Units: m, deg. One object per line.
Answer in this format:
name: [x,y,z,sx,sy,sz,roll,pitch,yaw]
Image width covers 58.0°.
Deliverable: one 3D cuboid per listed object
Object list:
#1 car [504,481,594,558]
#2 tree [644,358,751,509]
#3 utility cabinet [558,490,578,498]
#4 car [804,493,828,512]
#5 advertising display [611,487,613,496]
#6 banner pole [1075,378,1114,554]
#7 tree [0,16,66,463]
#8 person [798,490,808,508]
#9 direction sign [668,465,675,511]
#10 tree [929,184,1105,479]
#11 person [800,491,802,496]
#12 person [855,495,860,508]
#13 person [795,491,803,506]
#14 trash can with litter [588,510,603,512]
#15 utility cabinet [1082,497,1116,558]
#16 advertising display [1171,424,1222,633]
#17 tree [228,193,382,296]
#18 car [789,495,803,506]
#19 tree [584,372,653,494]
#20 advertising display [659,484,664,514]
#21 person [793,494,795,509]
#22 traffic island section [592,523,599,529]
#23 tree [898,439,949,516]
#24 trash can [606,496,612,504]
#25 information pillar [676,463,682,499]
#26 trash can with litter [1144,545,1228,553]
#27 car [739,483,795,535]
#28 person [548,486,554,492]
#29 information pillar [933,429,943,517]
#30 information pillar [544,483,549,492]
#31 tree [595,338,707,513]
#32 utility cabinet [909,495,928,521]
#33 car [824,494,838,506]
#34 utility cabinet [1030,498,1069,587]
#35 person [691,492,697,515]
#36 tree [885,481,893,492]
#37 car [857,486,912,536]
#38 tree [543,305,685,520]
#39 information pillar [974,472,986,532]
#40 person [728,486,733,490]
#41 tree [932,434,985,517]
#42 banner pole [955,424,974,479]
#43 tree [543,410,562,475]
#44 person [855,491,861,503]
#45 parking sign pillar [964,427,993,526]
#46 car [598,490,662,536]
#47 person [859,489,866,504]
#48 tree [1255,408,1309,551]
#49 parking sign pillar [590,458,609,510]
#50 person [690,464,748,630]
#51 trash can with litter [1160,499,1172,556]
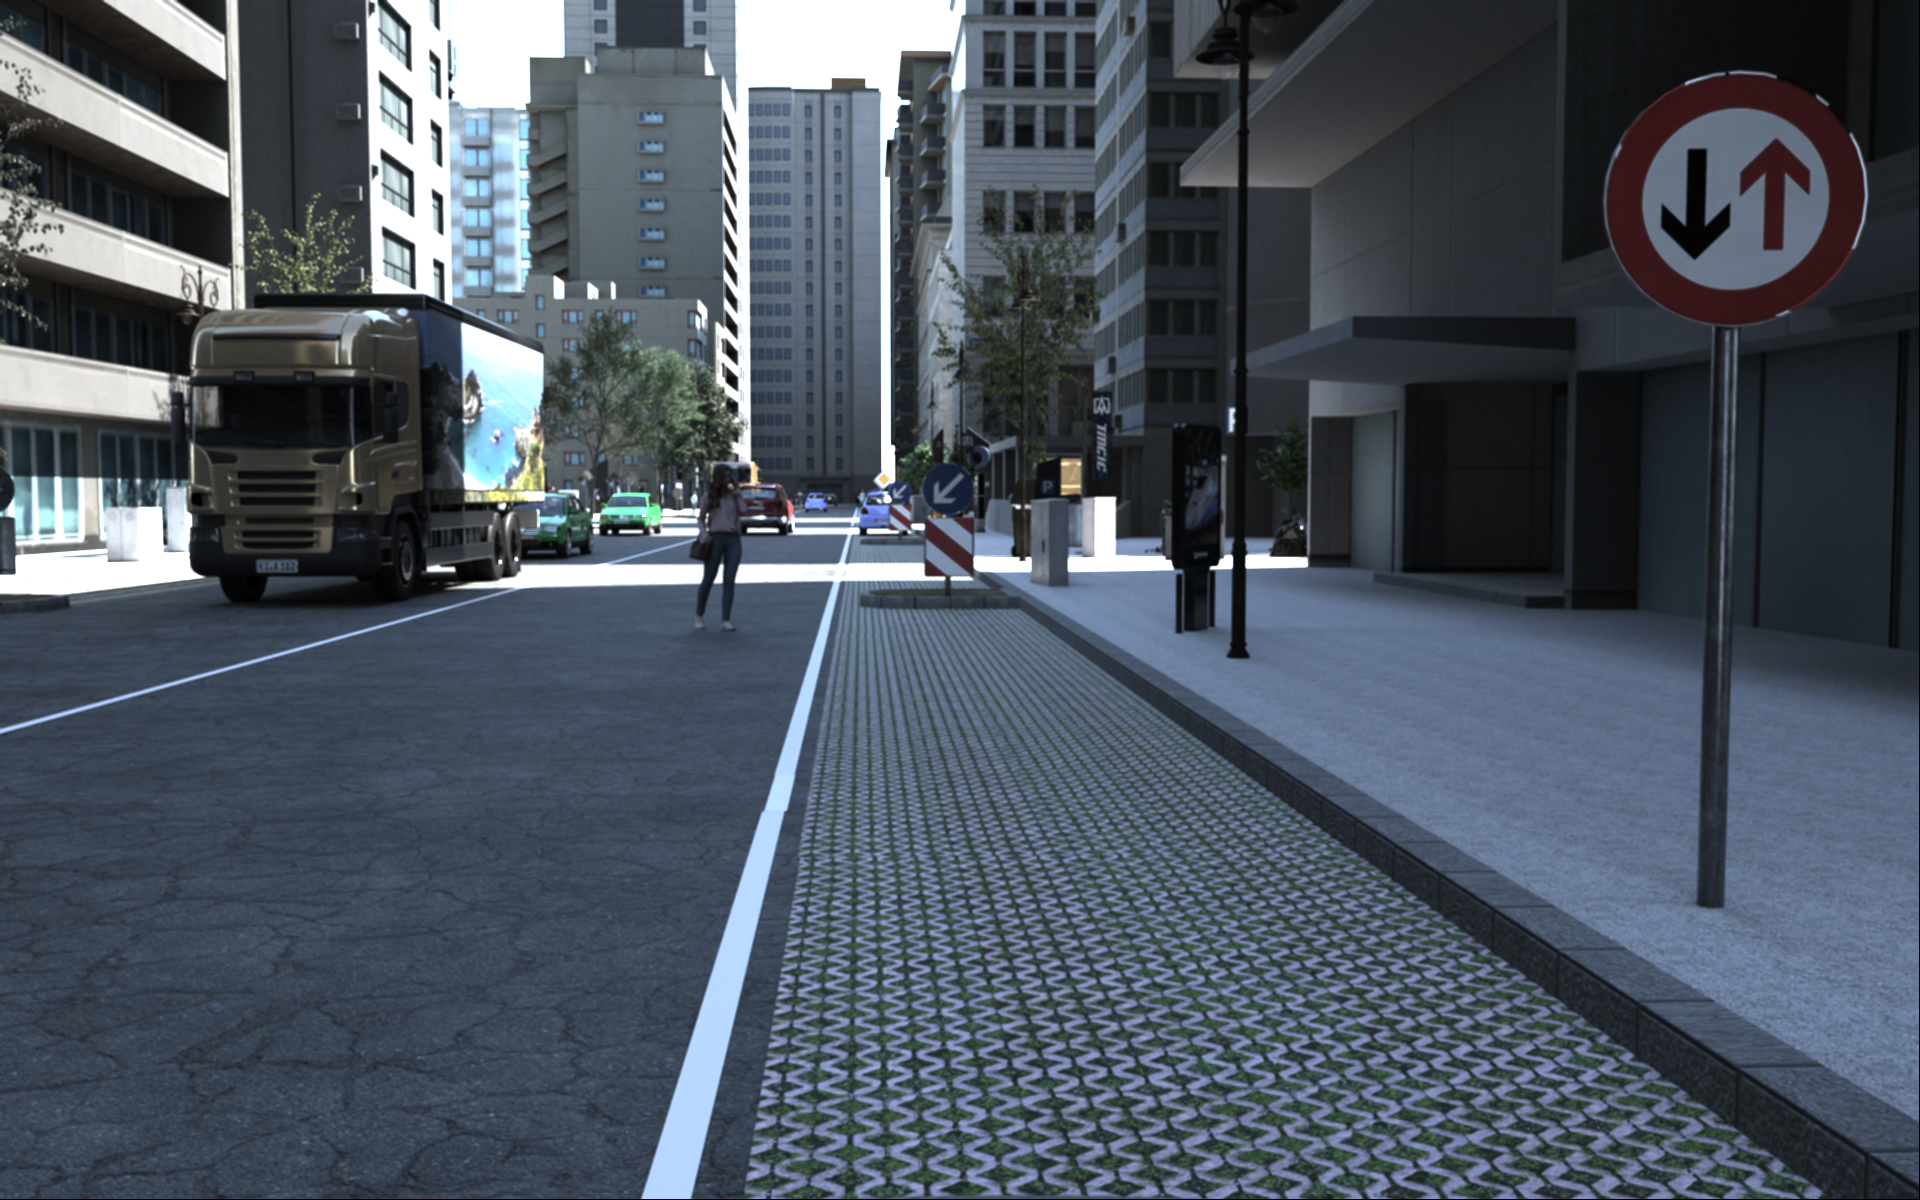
car: [-9.637,-1.904,39.923,1.959,1.807,4.718,0,4,-2]
tree: [-22.354,-14.012,146.098,9.611,12.733,9.660,0,3,0]
utility cabinet: [-24.115,-5.990,106.618,1.173,1.500,0.318,0,4,4]
car: [-11.371,-7.790,136.954,1.945,1.707,3.694,0,4,-5]
advertising display: [-30.677,-9.014,152.591,0.123,1.923,0.974,-1,4,-10]
banner pole: [2.895,-2.886,37.207,0.863,3.779,0.401,2,4,25]
tree: [-14.935,-4.570,25.076,4.360,8.622,3.978,0,3,0]
person: [-15.529,-10.088,173.529,1.350,1.814,0.705,0,4,-1]
direction sign: [-22.468,-8.743,134.944,0.876,3.537,0.379,3,5,40]
tree: [1.547,-5.505,40.369,4.737,8.622,4.395,0,3,0]
person: [-20.814,-13.325,226.456,1.348,1.812,0.705,0,4,1]
person: [-10.726,-10.488,183.162,0.799,1.438,0.628,1,4,15]
person: [-19.498,-12.290,209.530,1.350,1.814,0.705,-2,4,-25]
trash can with litter: [-26.827,-7.025,125.922,2.233,1.210,1.678,-1,4,-16]
utility cabinet: [2.818,-1.469,35.185,0.306,1.237,1.020,2,4,29]
advertising display: [2.228,-0.678,16.302,0.123,1.923,0.974,2,4,29]
tree: [-16.382,-5.686,43.322,4.737,8.622,4.395,0,3,0]
car: [-20.516,-12.426,215.750,1.945,1.354,3.894,0,4,-1]
tree: [-20.102,-9.275,102.015,4.360,8.622,3.978,0,3,0]
advertising display: [-18.979,-6.419,110.164,0.123,1.923,0.974,0,4,-2]
person: [-15.685,-9.305,163.897,0.557,1.426,1.065,0,4,-4]
traffic island section: [-15.742,-3.461,78.872,2.009,0.180,2.903,0,4,-3]
tree: [-1.840,-7.186,101.206,4.285,4.588,4.351,0,3,0]
trash can: [-25.763,-7.103,127.795,0.748,1.137,0.748,0,3,0]
information pillar: [-21.425,-8.611,132.138,0.504,3.616,0.183,-2,4,-34]
trash can with litter: [4.807,-1.660,38.206,1.678,1.210,2.233,-1,4,-16]
car: [-7.101,-3.274,62.200,2.281,1.827,5.304,0,4,-2]
person: [-17.635,-4.052,75.085,0.374,1.781,0.599,-3,5,-39]
information pillar: [-0.777,-4.353,62.527,0.183,3.616,0.504,-3,5,-42]
information pillar: [-27.303,-6.717,114.320,0.304,2.012,0.304,-1,4,-21]
tree: [-20.389,-11.608,115.539,9.928,11.665,9.643,0,3,0]
utility cabinet: [-1.945,-4.348,82.255,0.306,1.237,1.020,3,5,42]
car: [-15.714,-12.039,208.631,2.131,1.459,4.920,0,4,-2]
utility cabinet: [1.256,-0.815,24.492,0.306,1.237,1.020,-1,4,-13]
person: [-18.177,-6.623,118.593,0.330,1.601,0.589,-3,4,-37]
tree: [-8.730,-13.007,207.259,1.663,3.219,1.824,0,3,0]
car: [-2.652,-3.117,60.555,1.945,1.707,3.694,0,4,-2]
tree: [-18.075,-9.247,85.597,7.601,10.594,8.767,2,4,32]
information pillar: [0.661,-3.273,57.999,0.304,2.012,0.304,-1,4,-22]
person: [-10.393,-4.269,78.469,0.661,1.801,0.590,1,4,15]
tree: [-0.157,-3.730,55.579,1.663,3.219,1.824,0,3,0]
banner pole: [0.108,-4.420,62.284,0.863,3.779,0.401,0,4,-2]
tree: [-34.133,-11.546,139.133,4.360,8.622,3.978,0,3,0]
person: [-11.164,-11.304,193.287,1.348,1.831,0.705,2,4,24]
parking sign pillar: [0.819,-4.950,69.401,1.447,3.967,1.447,2,4,27]
car: [-11.644,-3.210,61.285,1.959,1.807,4.718,0,4,-3]
person: [-8.543,-8.829,152.726,0.514,1.842,0.818,-3,5,-43]
tree: [7.449,-2.721,39.088,1.663,3.219,1.824,0,3,0]
parking sign pillar: [-26.979,-8.636,129.669,1.447,3.967,1.447,0,4,-7]
person: [-2.581,-0.566,18.345,0.593,1.750,0.643,-1,4,-20]
trash can with litter: [4.654,-1.492,35.782,1.055,1.170,0.624,1,4,9]
